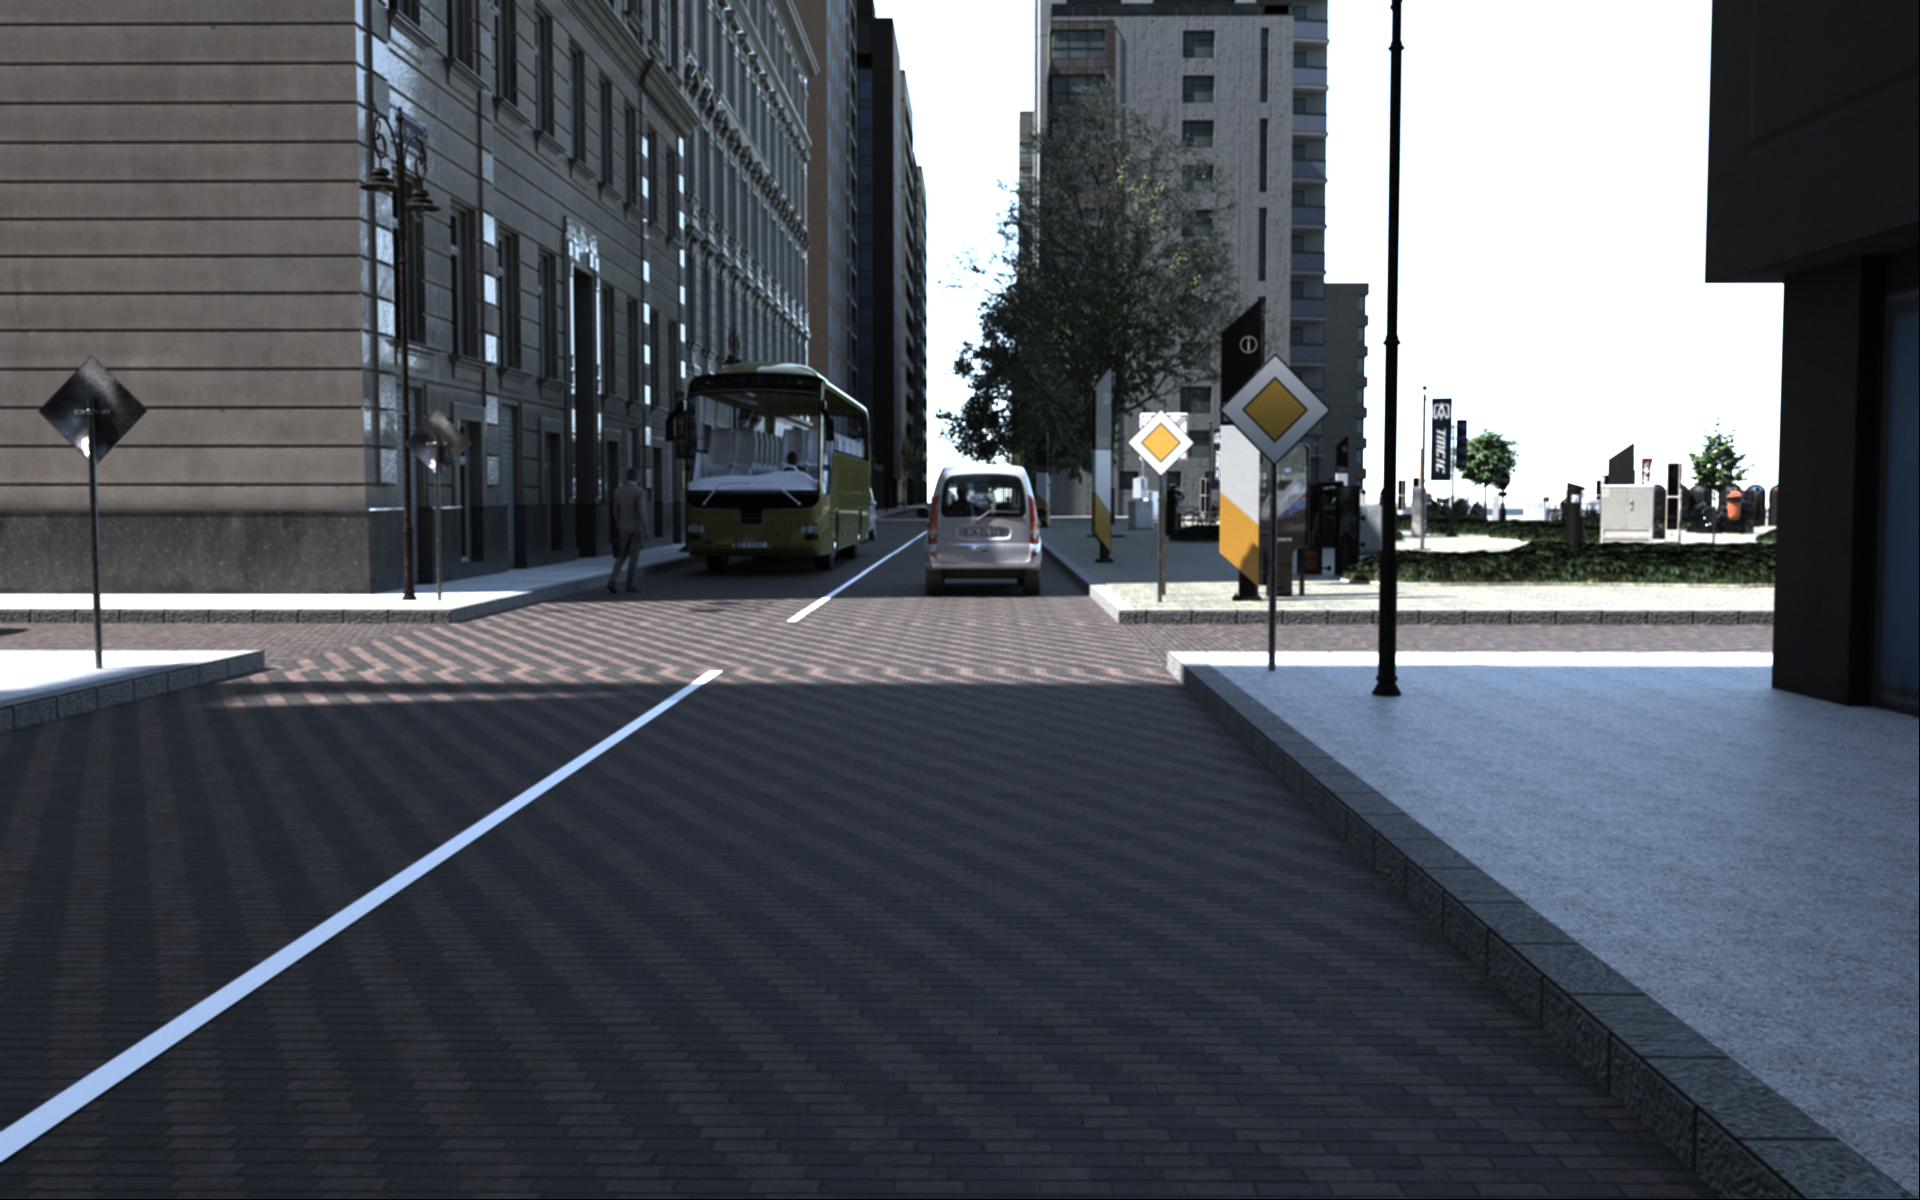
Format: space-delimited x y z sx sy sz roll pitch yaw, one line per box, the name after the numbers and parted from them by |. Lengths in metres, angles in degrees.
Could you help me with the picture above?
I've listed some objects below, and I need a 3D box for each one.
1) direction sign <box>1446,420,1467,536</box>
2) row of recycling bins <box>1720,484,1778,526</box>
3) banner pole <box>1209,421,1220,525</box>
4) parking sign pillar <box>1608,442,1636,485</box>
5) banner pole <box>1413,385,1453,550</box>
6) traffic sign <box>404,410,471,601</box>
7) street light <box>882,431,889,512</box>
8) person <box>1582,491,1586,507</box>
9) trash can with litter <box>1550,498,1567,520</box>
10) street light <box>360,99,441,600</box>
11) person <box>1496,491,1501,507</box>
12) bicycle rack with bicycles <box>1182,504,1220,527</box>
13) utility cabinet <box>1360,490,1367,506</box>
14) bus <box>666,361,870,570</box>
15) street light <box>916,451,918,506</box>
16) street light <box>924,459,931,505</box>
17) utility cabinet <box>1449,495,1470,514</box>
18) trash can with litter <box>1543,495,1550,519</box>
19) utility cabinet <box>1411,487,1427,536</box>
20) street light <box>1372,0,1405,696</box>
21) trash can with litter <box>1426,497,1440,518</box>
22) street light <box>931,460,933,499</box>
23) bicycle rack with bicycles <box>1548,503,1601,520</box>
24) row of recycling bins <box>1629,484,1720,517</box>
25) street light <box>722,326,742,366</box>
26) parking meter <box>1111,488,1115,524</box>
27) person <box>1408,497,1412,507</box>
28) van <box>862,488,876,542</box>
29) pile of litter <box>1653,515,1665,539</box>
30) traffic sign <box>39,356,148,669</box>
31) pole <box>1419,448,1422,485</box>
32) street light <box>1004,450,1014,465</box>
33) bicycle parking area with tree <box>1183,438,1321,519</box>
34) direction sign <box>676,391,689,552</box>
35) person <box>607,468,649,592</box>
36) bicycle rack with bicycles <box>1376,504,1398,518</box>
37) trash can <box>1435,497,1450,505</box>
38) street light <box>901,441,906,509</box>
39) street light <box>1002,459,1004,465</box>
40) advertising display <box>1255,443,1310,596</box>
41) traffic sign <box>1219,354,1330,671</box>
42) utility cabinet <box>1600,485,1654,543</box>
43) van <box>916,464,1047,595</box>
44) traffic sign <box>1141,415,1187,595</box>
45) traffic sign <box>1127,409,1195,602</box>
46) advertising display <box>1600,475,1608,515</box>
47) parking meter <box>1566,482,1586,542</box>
14.984 -3.709 52.640 0.876 3.537 0.379 -1 4 -12 | direction sign
32.745 -3.866 70.320 3.534 1.692 1.069 1 4 14 | row of recycling bins
8.646 -4.208 58.824 0.401 3.779 0.863 -2 4 -31 | banner pole
34.638 -6.251 90.684 1.447 3.967 1.447 3 4 37 | parking sign pillar
10.871 -3.042 39.750 0.863 3.779 0.401 2 4 26 | banner pole
-6.222 -1.040 20.653 0.795 2.450 0.064 0 4 1 | traffic sign
-5.298 -9.269 124.336 0.468 5.910 1.993 0 4 1 | street light
63.517 -10.235 176.505 0.621 1.740 0.551 0 4 -2 | person
28.694 -4.358 82.633 1.055 1.170 0.624 3 5 43 | trash can with litter
-6.679 -2.938 20.830 0.468 5.910 1.993 0 4 1 | street light
54.118 -10.081 174.037 1.217 1.735 0.721 3 5 40 | person
9.647 -3.116 64.326 2.925 0.926 2.852 2 4 25 | bicycle rack with bicycles
21.854 -5.215 93.942 0.318 1.500 1.173 0 4 7 | utility cabinet
-3.522 -2.708 35.818 2.896 3.916 12.252 0 4 1 | bus
-4.508 -12.716 180.695 0.468 5.910 1.993 0 4 1 | street light
-4.097 -14.390 208.064 0.468 5.910 1.993 0 4 1 | street light
25.832 -4.799 89.625 1.020 1.237 0.306 3 5 40 | utility cabinet
30.036 -4.731 88.416 1.678 1.210 2.233 -1 4 -13 | trash can with litter
13.837 -2.659 52.147 0.318 1.500 1.173 1 4 22 | utility cabinet
2.728 -2.331 10.899 0.468 5.910 1.993 0 4 1 | street light
19.139 -3.538 69.241 1.055 1.170 0.624 1 4 16 | trash can with litter
-3.861 -16.069 235.520 0.468 5.910 1.993 0 4 1 | street light
25.749 -3.609 72.388 2.925 0.926 2.852 -3 5 -40 | bicycle rack with bicycles
28.306 -3.803 69.291 3.534 1.692 1.069 0 4 -1 | row of recycling bins
-6.213 -4.587 47.784 0.468 5.910 1.993 0 4 1 | street light
6.369 -3.968 73.291 0.372 1.533 0.369 0 3 0 | parking meter
45.631 -9.952 174.441 0.991 1.433 0.599 0 4 -4 | person
-3.521 -2.814 53.028 2.013 2.044 4.112 0 4 2 | van
19.992 -2.220 50.256 1.176 0.858 1.719 -2 4 -31 | pile of litter
-6.328 -0.552 12.669 0.795 2.450 0.064 0 4 1 | traffic sign
20.580 -5.102 77.257 0.158 3.312 0.155 0 3 0 | pole
4.834 -12.173 171.816 0.468 5.910 1.993 0 4 1 | street light
15.710 -6.178 88.007 8.231 4.147 9.016 0 4 2 | bicycle parking area with tree
-6.076 -2.843 38.476 0.379 3.537 0.876 1 4 19 | direction sign
-4.820 -1.023 25.348 0.709 1.813 0.853 1 4 22 | person
14.983 -3.170 65.208 2.925 0.926 2.852 -2 4 -26 | bicycle rack with bicycles
23.467 -4.438 84.208 0.748 1.137 0.748 0 3 0 | trash can
-4.927 -10.940 151.652 0.468 5.910 1.993 0 4 1 | street light
5.149 -13.918 200.349 0.468 5.910 1.993 0 4 1 | street light
4.019 -1.011 21.752 0.974 1.923 0.123 -3 4 -37 | advertising display
2.266 -0.544 12.535 0.795 2.450 0.064 0 4 1 | traffic sign
15.970 -2.005 41.464 1.173 1.500 0.318 2 4 24 | utility cabinet
0.330 -1.163 26.023 2.013 2.044 4.112 0 3 0 | van
2.582 -1.213 21.955 0.606 2.300 0.079 0 4 7 | traffic sign
2.371 -1.032 20.520 0.795 2.450 0.064 0 4 1 | traffic sign
21.803 -3.268 58.653 0.123 1.923 0.974 1 4 13 | advertising display
12.995 -1.722 36.567 0.372 1.533 0.369 0 3 0 | parking meter
